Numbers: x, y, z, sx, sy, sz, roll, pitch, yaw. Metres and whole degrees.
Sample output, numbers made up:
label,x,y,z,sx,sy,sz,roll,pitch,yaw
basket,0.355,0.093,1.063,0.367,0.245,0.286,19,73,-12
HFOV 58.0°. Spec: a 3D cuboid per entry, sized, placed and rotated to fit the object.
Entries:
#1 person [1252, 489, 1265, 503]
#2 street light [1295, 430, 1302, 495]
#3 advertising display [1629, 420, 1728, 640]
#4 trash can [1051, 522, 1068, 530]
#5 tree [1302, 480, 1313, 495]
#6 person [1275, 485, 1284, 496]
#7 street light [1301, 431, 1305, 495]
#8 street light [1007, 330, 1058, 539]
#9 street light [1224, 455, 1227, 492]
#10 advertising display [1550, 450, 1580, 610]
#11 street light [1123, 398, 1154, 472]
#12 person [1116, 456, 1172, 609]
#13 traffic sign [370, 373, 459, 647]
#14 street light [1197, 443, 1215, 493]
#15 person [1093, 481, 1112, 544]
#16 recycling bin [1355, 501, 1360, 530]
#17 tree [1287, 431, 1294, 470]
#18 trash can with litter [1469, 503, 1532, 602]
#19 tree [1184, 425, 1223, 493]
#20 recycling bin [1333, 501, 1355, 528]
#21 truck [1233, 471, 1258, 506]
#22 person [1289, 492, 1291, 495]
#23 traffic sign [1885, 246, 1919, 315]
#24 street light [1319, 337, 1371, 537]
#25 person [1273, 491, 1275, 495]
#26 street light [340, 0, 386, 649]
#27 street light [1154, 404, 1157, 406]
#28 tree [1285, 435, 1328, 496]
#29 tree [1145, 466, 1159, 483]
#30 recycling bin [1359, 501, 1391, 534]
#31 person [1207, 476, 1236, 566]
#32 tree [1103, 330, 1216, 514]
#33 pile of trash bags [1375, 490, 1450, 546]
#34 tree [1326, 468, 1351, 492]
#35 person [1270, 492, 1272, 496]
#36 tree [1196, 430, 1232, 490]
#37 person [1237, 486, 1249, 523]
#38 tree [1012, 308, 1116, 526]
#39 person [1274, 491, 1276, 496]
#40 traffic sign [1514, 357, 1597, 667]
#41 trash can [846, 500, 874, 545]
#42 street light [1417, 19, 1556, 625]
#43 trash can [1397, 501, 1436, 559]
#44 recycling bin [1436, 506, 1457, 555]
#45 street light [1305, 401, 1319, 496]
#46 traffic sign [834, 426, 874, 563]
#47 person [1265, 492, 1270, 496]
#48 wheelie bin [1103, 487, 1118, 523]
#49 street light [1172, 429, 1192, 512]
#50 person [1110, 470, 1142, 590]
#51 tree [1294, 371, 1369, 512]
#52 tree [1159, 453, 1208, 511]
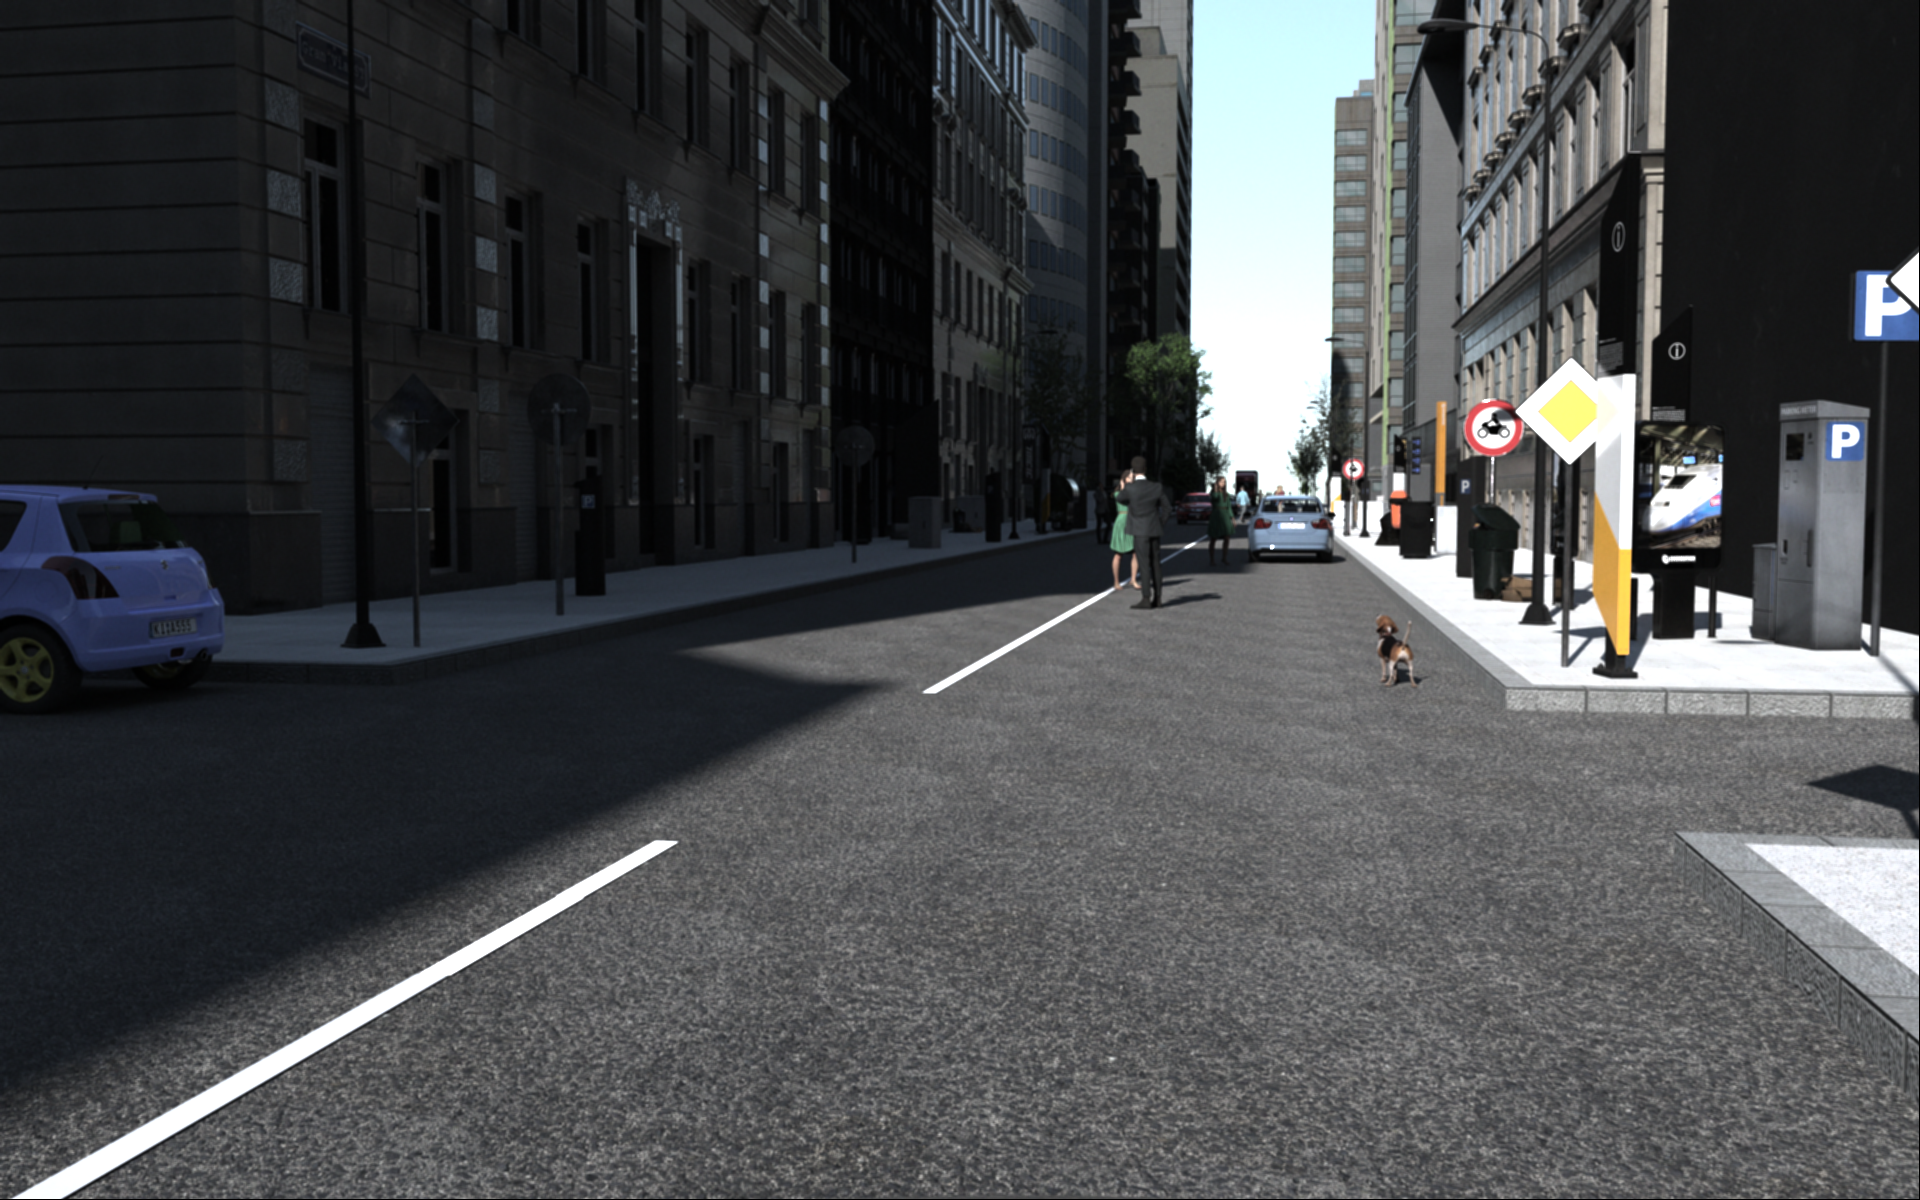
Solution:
label,x,y,z,sx,sy,sz,roll,pitch,yaw
person,24.692,-8.194,142.477,1.348,1.824,0.705,2,4,29
street light,25.340,-9.411,126.416,1.470,5.913,1.316,1,4,10
advertising display,6.326,-0.617,15.306,0.974,1.923,0.123,-1,4,-18
trash can,3.533,-3.035,61.270,0.748,1.137,0.748,0,3,0
tree,43.265,-13.635,217.535,1.663,3.219,1.824,0,3,0
person,14.269,-4.212,77.341,0.573,1.828,0.580,-1,4,-22
street light,19.039,-7.306,91.989,1.470,5.913,1.316,1,4,10
street light,2.071,-4.685,49.134,1.470,5.913,1.316,1,4,10
street light,31.325,-14.373,207.545,1.470,5.913,1.316,1,4,10
advertising display,6.822,-0.877,19.545,0.123,1.923,0.974,0,4,8
street light,8.457,-6.797,83.669,1.470,5.913,1.316,1,4,10
person,2.283,-0.844,21.663,0.648,1.900,0.474,-2,4,-29
traffic sign,-4.554,-0.662,14.471,0.795,2.450,0.064,1,4,10
street light,22.334,-11.370,158.443,1.470,5.913,1.316,1,4,10
person,4.114,-2.517,49.834,0.592,1.802,0.473,-2,4,-31
recycling bin,14.525,-2.979,61.262,0.722,1.027,0.722,2,4,29
tree,36.803,-14.286,183.934,4.360,8.622,3.978,0,3,0
trash can with litter,6.643,-0.584,20.936,0.624,1.170,1.055,-1,4,-22
tree,27.012,-14.668,190.176,4.360,8.622,3.978,0,3,0
recycling bin,14.602,-3.247,65.643,0.722,1.027,0.722,2,4,29
truck,34.511,-13.436,208.599,2.839,4.237,11.283,1,4,11
person,36.969,-11.323,194.436,0.445,1.727,0.742,0,4,-8
traffic sign,3.029,-0.079,4.931,0.795,2.450,0.064,1,4,10
street light,11.493,-4.823,51.390,1.470,5.913,1.316,1,4,10
person,43.170,-14.004,237.455,1.348,1.826,0.705,2,4,30
street light,-4.486,-2.553,14.276,1.470,5.913,1.316,1,4,10
street light,9.487,-7.161,89.629,1.470,5.913,1.316,1,4,10
tree,44.361,-16.757,224.342,4.737,8.622,4.395,0,3,0
tree,10.980,-6.706,104.243,1.663,3.219,1.824,0,3,0
recycling bin,13.528,-2.667,56.156,0.722,1.027,0.722,3,5,41
person,5.210,-1.587,34.696,0.600,1.795,0.529,-2,4,-27
tree,12.602,-11.242,109.570,9.928,11.665,9.643,0,3,0
pile of trash bags,11.221,-2.034,43.013,1.912,1.369,3.447,2,4,25
tree,23.718,-7.013,109.271,1.663,3.219,1.824,0,3,0
person,41.231,-13.555,230.648,0.617,1.759,0.750,-3,5,-40
tree,29.312,-15.249,199.691,4.737,8.622,4.395,0,3,0
person,13.981,-4.744,85.927,0.748,1.841,0.638,-3,5,-39
tree,3.876,-7.219,68.399,4.737,8.622,4.395,0,3,0
person,33.788,-10.802,185.823,0.721,1.736,1.217,1,4,20
traffic sign,4.483,-0.559,12.783,0.795,2.450,0.064,1,4,10
trash can,-2.540,-1.973,43.911,0.748,1.137,0.748,0,3,0
street light,5.171,-2.721,17.030,1.470,5.913,1.316,1,4,10
trash can,9.042,-1.390,34.372,0.748,1.137,0.748,0,3,0
recycling bin,10.592,-1.474,36.658,0.722,1.027,0.722,-2,4,-25
street light,18.097,-6.961,86.355,1.470,5.913,1.316,1,4,10
traffic sign,-1.977,-1.967,32.272,0.768,2.556,0.104,1,4,11
person,36.566,-12.055,206.304,0.721,1.736,1.217,-2,4,-32
wheelie bin,6.821,-4.290,78.052,0.980,1.594,0.693,0,4,-5
street light,15.893,-9.270,124.105,1.470,5.913,1.316,1,4,10
person,2.513,-1.053,25.959,0.600,1.795,0.529,-2,4,-34
tree,22.194,-9.346,103.176,4.360,8.622,3.978,0,3,0
tree,19.859,-10.207,150.605,4.285,4.588,4.351,0,3,0
